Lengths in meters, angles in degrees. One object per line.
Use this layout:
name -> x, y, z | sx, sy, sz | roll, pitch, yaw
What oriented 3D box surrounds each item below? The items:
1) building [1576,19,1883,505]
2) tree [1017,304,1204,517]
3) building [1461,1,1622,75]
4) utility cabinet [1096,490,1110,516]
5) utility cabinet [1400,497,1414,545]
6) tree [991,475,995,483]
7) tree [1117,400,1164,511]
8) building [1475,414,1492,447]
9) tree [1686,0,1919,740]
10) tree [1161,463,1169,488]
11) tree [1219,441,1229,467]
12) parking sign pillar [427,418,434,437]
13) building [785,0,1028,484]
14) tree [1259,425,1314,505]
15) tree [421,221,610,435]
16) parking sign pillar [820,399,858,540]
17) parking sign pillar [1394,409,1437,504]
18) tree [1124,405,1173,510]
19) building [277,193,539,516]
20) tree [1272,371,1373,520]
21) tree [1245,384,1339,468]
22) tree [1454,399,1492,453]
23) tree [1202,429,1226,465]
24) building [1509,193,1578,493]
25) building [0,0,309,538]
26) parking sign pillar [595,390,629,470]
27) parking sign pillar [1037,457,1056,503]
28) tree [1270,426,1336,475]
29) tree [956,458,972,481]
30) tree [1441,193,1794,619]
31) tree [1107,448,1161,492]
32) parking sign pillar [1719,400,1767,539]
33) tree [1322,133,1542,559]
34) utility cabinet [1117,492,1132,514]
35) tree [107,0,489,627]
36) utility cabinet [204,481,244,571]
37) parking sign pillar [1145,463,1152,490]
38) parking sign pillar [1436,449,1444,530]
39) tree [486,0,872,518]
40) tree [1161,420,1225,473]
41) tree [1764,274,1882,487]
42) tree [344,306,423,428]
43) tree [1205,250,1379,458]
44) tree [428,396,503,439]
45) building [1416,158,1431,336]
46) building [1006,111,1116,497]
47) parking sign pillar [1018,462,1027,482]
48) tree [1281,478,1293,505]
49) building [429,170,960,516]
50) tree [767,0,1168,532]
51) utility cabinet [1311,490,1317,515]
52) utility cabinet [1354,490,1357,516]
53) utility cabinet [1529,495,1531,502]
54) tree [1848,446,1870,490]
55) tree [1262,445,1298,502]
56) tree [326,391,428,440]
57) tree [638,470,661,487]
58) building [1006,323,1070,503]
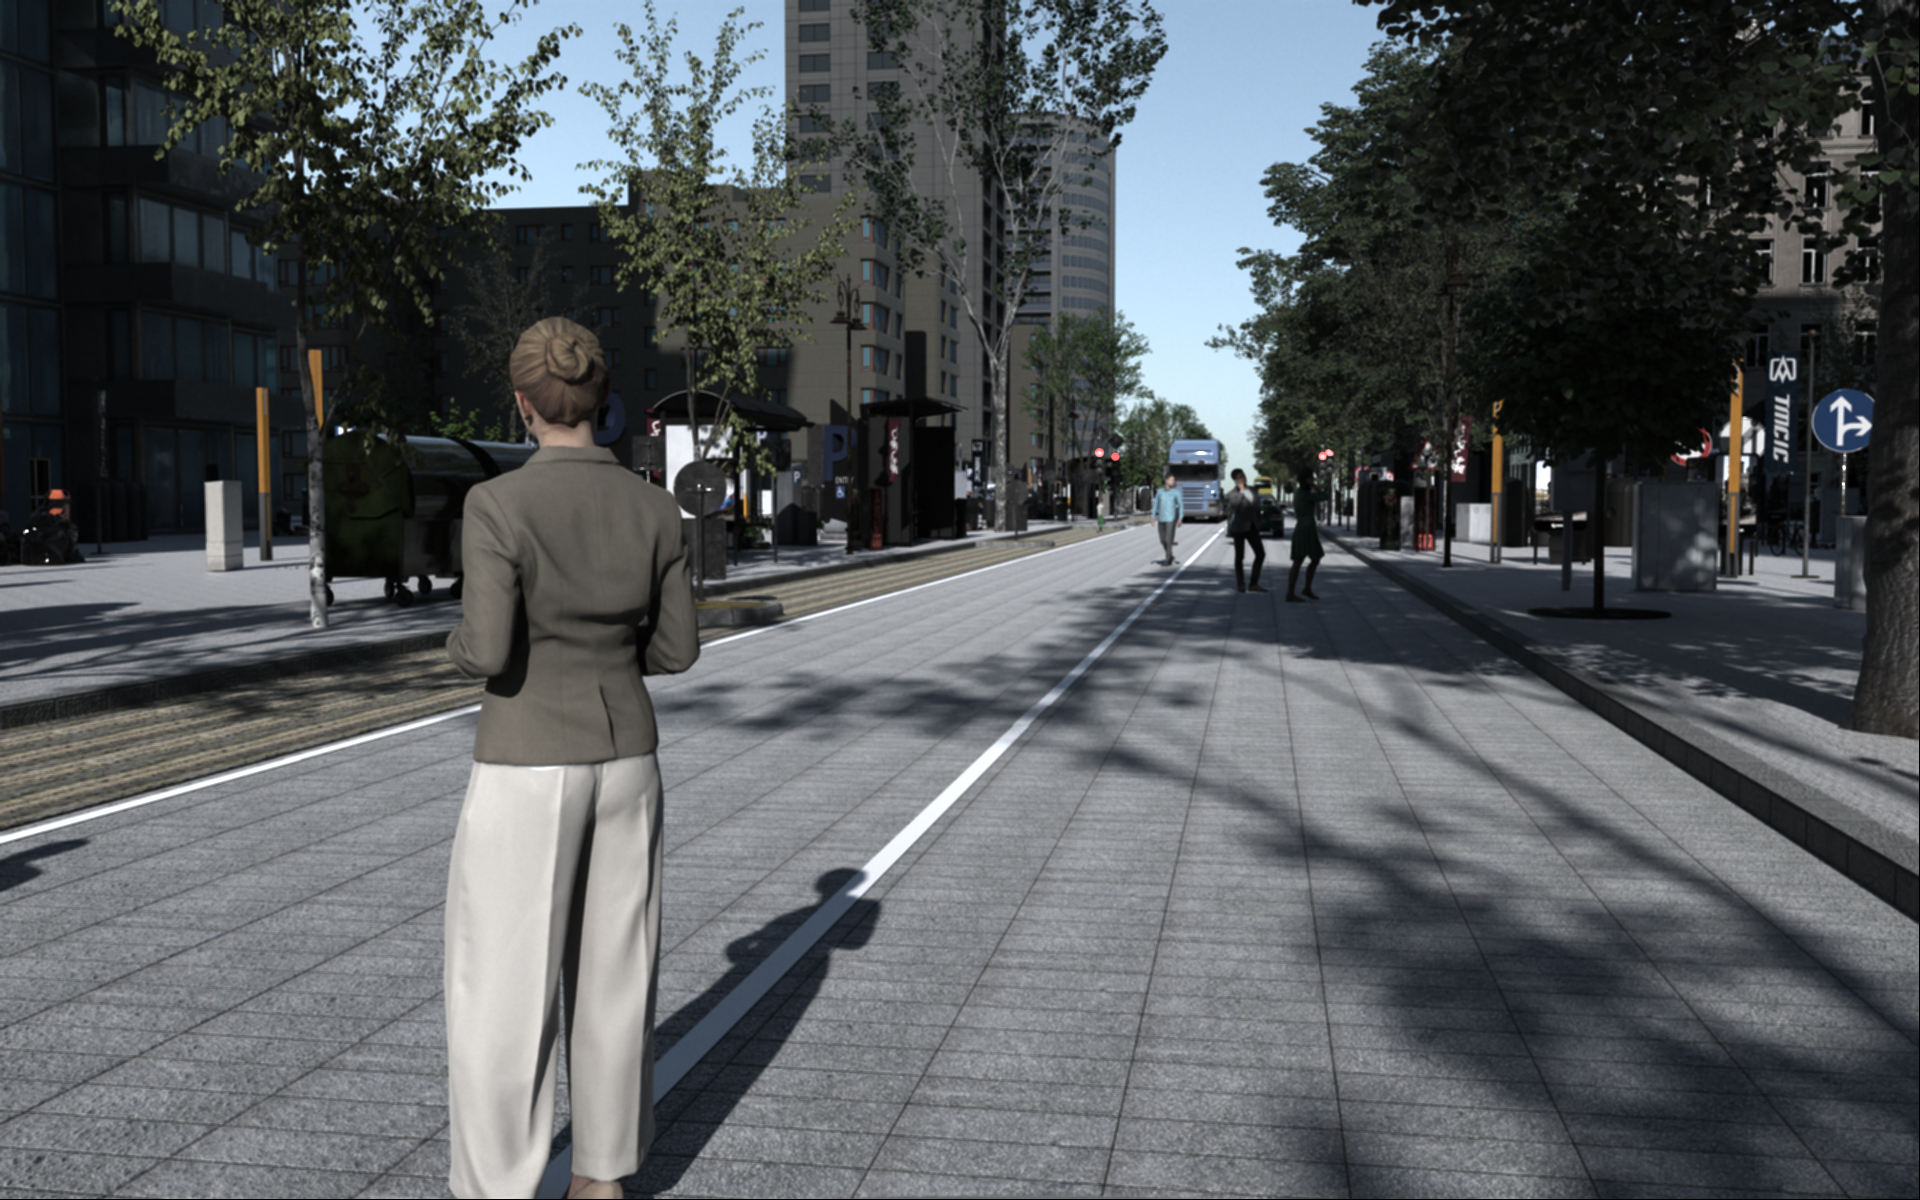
building -> 46.400, -18.028, 92.023 | 25.104, 27.353, 12.463 | 1, 4, 10
tree -> 6.949, -10.420, 96.121 | 9.928, 11.665, 9.643 | 0, 3, 0
building -> 51.777, -31.064, 158.012 | 14.600, 45.320, 14.200 | 1, 4, 10
utility cabinet -> 8.217, -5.577, 99.863 | 0.318, 1.500, 1.173 | 2, 4, 31
utility cabinet -> 11.394, -2.001, 43.882 | 1.020, 1.237, 0.306 | 3, 5, 41
tree -> 3.030, -9.507, 150.039 | 1.663, 3.219, 1.824 | 0, 3, 0
tree -> 13.484, -11.169, 132.976 | 4.360, 8.622, 3.978 | 0, 3, 0
building -> 50.036, -16.632, 139.380 | 16.820, 18.784, 16.811 | 1, 4, 10
tree -> 5.250, -6.251, 8.860 | 9.857, 13.997, 8.962 | 0, 3, 0
tree -> 17.876, -10.704, 158.726 | 4.285, 4.588, 4.351 | 0, 3, 0
tree -> 22.437, -15.867, 185.184 | 9.928, 11.665, 9.643 | 0, 3, 0
parking sign pillar -> -18.819, -4.497, 61.994 | 1.447, 3.967, 1.447 | -1, 4, -23
building -> -4.151, -44.539, 166.461 | 20.563, 71.187, 20.611 | 1, 4, 10
tree -> 37.396, -16.914, 194.664 | 7.486, 12.596, 7.792 | 0, 3, 0
tree -> -11.854, -5.921, 47.179 | 4.360, 8.622, 3.978 | 0, 3, 0
parking sign pillar -> -3.238, -3.691, 48.812 | 1.447, 3.967, 1.447 | 3, 5, 40
parking sign pillar -> 14.149, -4.071, 55.040 | 1.447, 3.967, 1.447 | 2, 4, 27
tree -> 15.657, -11.723, 142.027 | 4.737, 8.622, 4.395 | 0, 3, 0
building -> -47.998, -16.633, 116.992 | 28.899, 21.520, 27.650 | 1, 4, 10
tree -> 19.847, -8.786, 94.007 | 4.737, 8.622, 4.395 | 0, 3, 0
tree -> 31.314, -15.168, 158.360 | 12.009, 13.543, 11.850 | 0, 3, 0
tree -> 29.118, -8.816, 94.507 | 4.737, 8.622, 4.395 | 0, 3, 0
tree -> 42.042, -23.247, 298.206 | 7.486, 12.596, 7.792 | 0, 3, 0
building -> 43.310, -16.087, 117.771 | 10.420, 20.320, 16.860 | 1, 4, 10
building -> -38.460, -26.540, 53.532 | 30.456, 49.044, 23.786 | 1, 4, 10
parking sign pillar -> -6.734, -2.674, 32.188 | 1.447, 3.967, 1.447 | 2, 4, 30
parking sign pillar -> 6.200, -8.316, 124.445 | 1.447, 3.967, 1.447 | -1, 4, -11
tree -> 35.267, -14.793, 176.275 | 7.601, 10.594, 8.767 | -2, 4, -34
tree -> 0.336, -10.426, 154.173 | 4.285, 4.588, 4.351 | 0, 3, 0
tree -> 6.870, -2.112, 18.251 | 4.285, 4.588, 4.351 | 0, 3, 0
tree -> 11.717, -8.478, 122.329 | 4.285, 4.588, 4.351 | 0, 3, 0
parking sign pillar -> 22.673, -3.771, 50.130 | 1.447, 3.967, 1.447 | -2, 4, -34
tree -> 9.445, -5.129, 34.223 | 4.360, 8.622, 3.978 | 0, 3, 0
utility cabinet -> 10.294, -6.130, 108.911 | 1.173, 1.500, 0.318 | -2, 4, -35
tree -> -5.960, -4.046, 16.518 | 4.737, 8.622, 4.395 | 0, 3, 0
utility cabinet -> -12.364, -1.248, 29.081 | 0.318, 1.500, 1.173 | -1, 4, -9
parking sign pillar -> 15.898, -9.783, 148.426 | 1.447, 3.967, 1.447 | -3, 5, -44
parking sign pillar -> 17.761, -4.522, 62.404 | 1.447, 3.967, 1.447 | 1, 4, 12
tree -> -3.809, -4.658, 26.525 | 4.737, 8.622, 4.395 | 0, 3, 0
tree -> 27.731, -16.913, 210.933 | 8.767, 10.594, 7.601 | -2, 4, -26
tree -> 28.548, -6.476, 56.252 | 4.737, 8.622, 4.395 | 0, 3, 0
tree -> -21.663, -7.140, 67.103 | 4.360, 8.622, 3.978 | 0, 3, 0
tree -> 25.758, -17.059, 134.809 | 12.611, 20.169, 13.585 | 0, 3, 0
tree -> -10.014, -2.431, 34.344 | 1.663, 3.219, 1.824 | 0, 3, 0
building -> 62.311, -32.958, 193.483 | 22.147, 44.769, 28.867 | 1, 4, 10
building -> 12.202, -44.333, 266.840 | 21.231, 58.520, 28.212 | 1, 4, 10
parking sign pillar -> 5.298, -9.692, 146.934 | 1.447, 3.967, 1.447 | 1, 4, 16
tree -> 48.695, -16.041, 256.868 | 1.663, 3.219, 1.824 | 0, 3, 0
building -> -16.095, -16.684, 117.820 | 27.650, 21.520, 28.899 | 1, 4, 10
tree -> 0.336, -12.419, 58.946 | 12.611, 20.169, 13.585 | 0, 3, 0
utility cabinet -> 21.844, -5.945, 105.883 | 0.318, 1.500, 1.173 | -3, 4, -38
utility cabinet -> 22.967, -5.482, 98.311 | 1.173, 1.500, 0.318 | 1, 4, 20
utility cabinet -> 26.852, -4.282, 81.169 | 1.020, 1.237, 0.306 | 0, 4, 1
tree -> 23.048, -2.985, 43.413 | 1.663, 3.219, 1.824 | 0, 3, 0
tree -> 51.930, -21.466, 276.727 | 9.928, 11.665, 9.643 | 0, 3, 0
tree -> -17.405, -4.151, 51.590 | 4.285, 4.588, 4.351 | 0, 3, 0
tree -> -16.965, -6.025, 93.115 | 1.663, 3.219, 1.824 | 0, 3, 0
building -> -3.104, -21.280, 192.969 | 27.650, 21.520, 28.899 | 1, 4, 10
